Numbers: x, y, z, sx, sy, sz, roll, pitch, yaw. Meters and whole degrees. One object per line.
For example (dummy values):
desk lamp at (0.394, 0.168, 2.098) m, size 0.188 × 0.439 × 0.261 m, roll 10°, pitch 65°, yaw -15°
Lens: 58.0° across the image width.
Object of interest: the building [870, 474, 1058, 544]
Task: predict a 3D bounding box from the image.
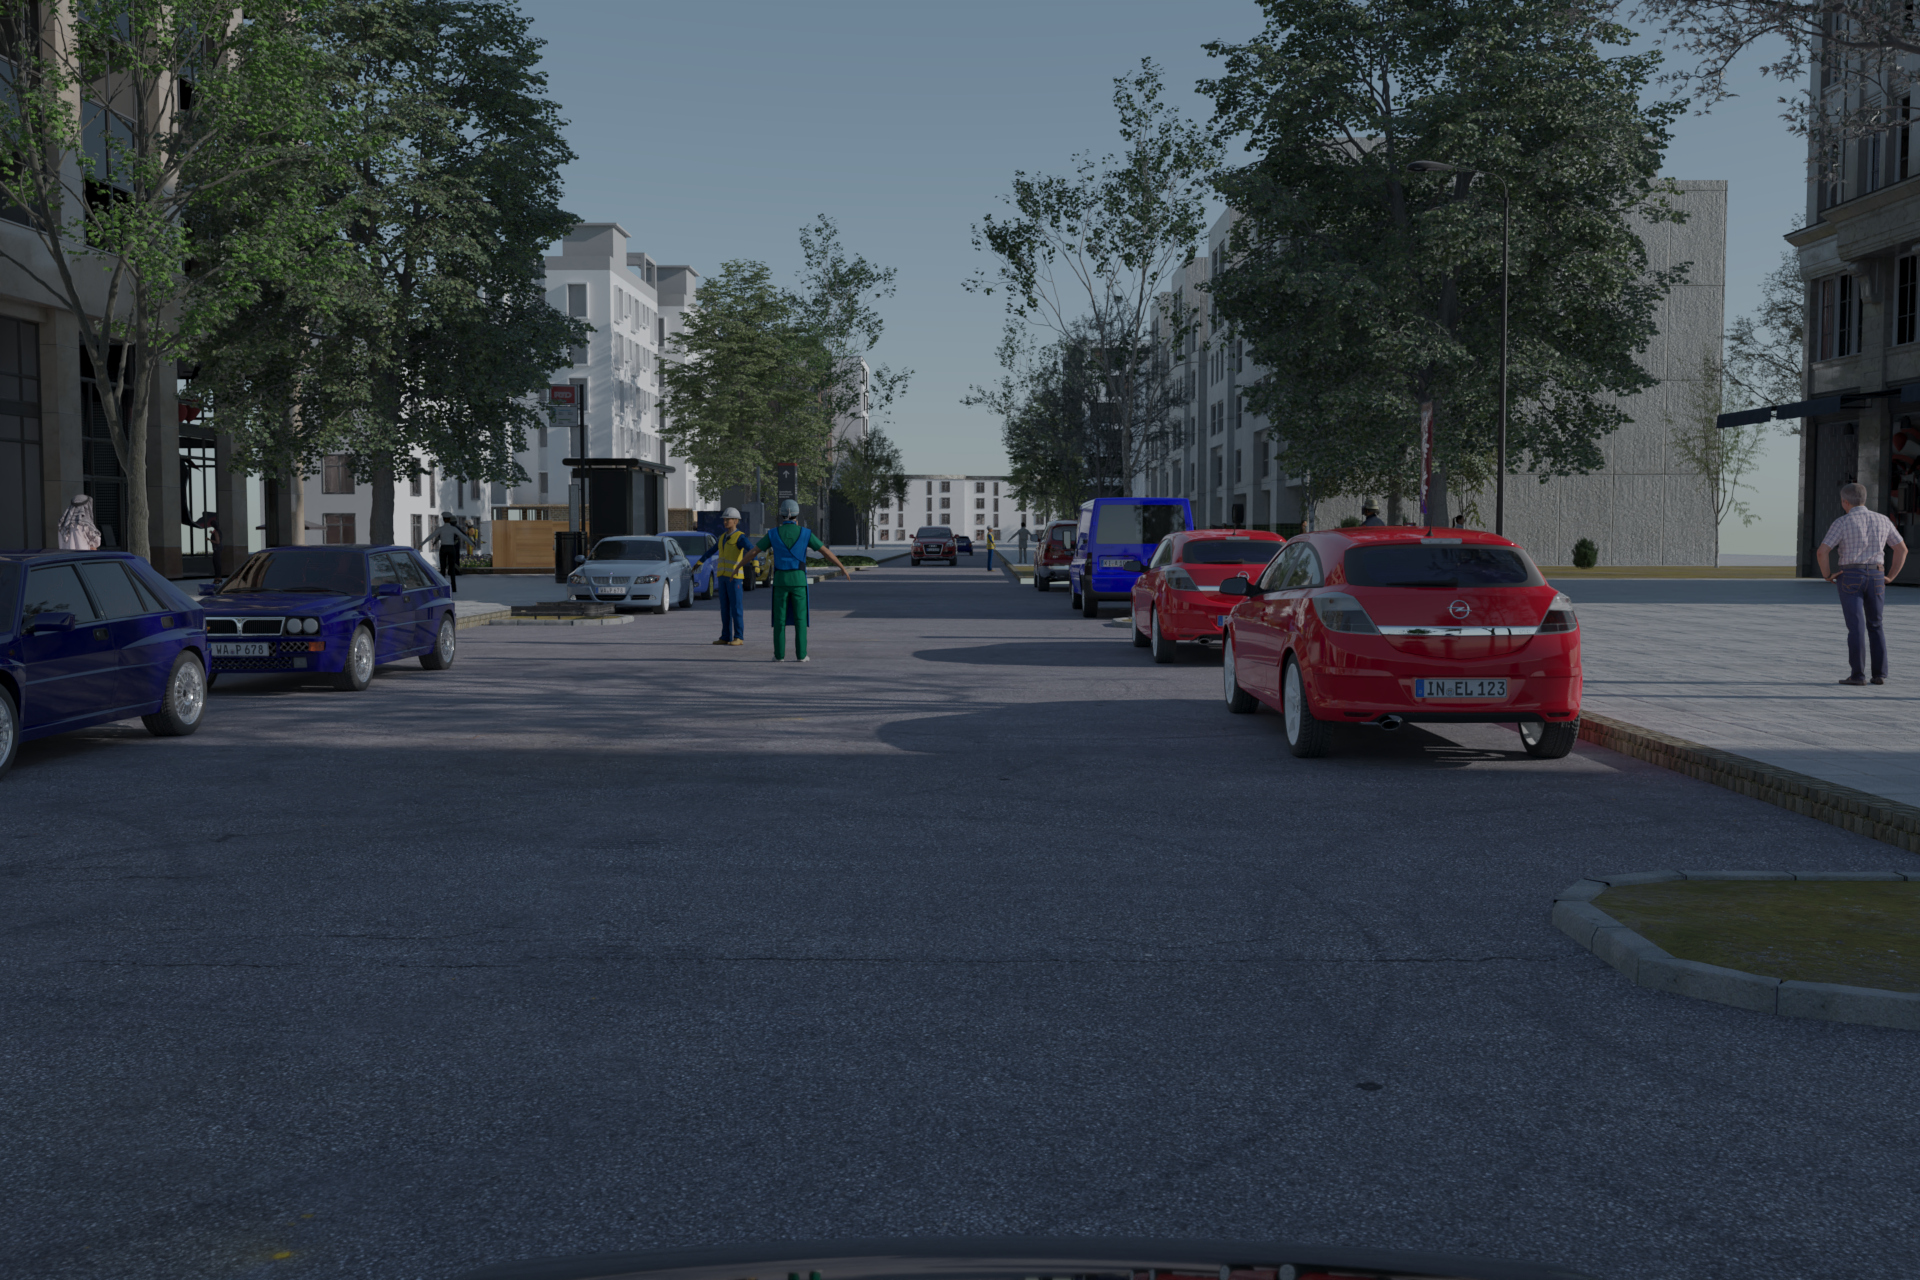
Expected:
building at (0.109, -18.378, 245.085) m, size 28.070 × 9.664 × 9.099 m, roll 0°, pitch 4°, yaw -8°

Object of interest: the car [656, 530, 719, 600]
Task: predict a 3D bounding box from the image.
car at (-6.210, -1.786, 38.786) m, size 1.945 × 1.707 × 3.694 m, roll 0°, pitch 4°, yaw 1°

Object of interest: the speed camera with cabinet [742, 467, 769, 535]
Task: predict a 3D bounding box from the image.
speed camera with cabinet at (-6.072, -3.494, 51.468) m, size 0.660 × 3.252 × 2.038 m, roll 0°, pitch 4°, yaw 2°

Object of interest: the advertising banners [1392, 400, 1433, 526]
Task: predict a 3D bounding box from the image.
advertising banners at (6.170, -1.686, 23.749) m, size 0.090 × 3.025 × 2.074 m, roll 0°, pitch 4°, yaw 0°

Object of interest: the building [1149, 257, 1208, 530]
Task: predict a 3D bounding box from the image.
building at (22.871, -15.455, 119.152) m, size 16.747 × 18.905 × 31.486 m, roll 0°, pitch 4°, yaw 1°

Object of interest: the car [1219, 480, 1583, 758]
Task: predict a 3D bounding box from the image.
car at (3.026, -0.216, 12.572) m, size 2.155 × 1.783 × 4.494 m, roll 0°, pitch 4°, yaw 0°

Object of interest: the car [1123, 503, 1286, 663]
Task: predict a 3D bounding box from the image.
car at (3.063, -0.711, 20.663) m, size 2.155 × 1.783 × 4.494 m, roll 0°, pitch 4°, yaw 1°

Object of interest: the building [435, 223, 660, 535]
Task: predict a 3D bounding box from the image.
building at (-25.834, -15.302, 106.611) m, size 16.016 × 20.090 × 11.380 m, roll 0°, pitch 4°, yaw 1°

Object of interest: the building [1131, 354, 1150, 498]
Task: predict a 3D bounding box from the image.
building at (22.822, -19.674, 178.087) m, size 16.016 × 20.090 × 11.380 m, roll 0°, pitch 4°, yaw 1°

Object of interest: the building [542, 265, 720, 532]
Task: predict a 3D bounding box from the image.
building at (-24.030, -16.315, 123.170) m, size 16.016 × 20.090 × 11.380 m, roll 0°, pitch 4°, yaw 1°

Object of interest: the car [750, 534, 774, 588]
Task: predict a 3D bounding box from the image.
car at (-5.895, -2.277, 47.455) m, size 2.015 × 1.641 × 3.980 m, roll 0°, pitch 4°, yaw 0°

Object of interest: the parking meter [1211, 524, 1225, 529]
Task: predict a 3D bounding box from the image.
parking meter at (6.700, -2.235, 44.952) m, size 0.372 × 1.533 × 0.369 m, roll 0°, pitch 3°, yaw 0°

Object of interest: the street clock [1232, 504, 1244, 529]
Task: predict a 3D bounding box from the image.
street clock at (6.620, -2.246, 41.298) m, size 0.358 × 2.002 × 0.471 m, roll 0°, pitch 4°, yaw 0°

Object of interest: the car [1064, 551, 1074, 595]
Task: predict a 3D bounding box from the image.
car at (3.418, -1.827, 39.653) m, size 2.009 × 1.686 × 4.222 m, roll 0°, pitch 4°, yaw 1°

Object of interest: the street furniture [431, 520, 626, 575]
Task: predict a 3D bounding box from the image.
street furniture at (-14.950, -3.203, 59.227) m, size 11.010 × 1.723 × 9.812 m, roll -1°, pitch 4°, yaw -19°

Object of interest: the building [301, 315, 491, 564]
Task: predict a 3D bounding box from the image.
building at (-25.922, -8.390, 79.321) m, size 9.099 × 9.664 × 28.070 m, roll 0°, pitch 4°, yaw 0°

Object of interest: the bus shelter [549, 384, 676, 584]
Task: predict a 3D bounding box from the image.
bus shelter at (-9.882, -4.370, 49.085) m, size 2.179 × 5.291 × 8.768 m, roll 0°, pitch 4°, yaw 0°

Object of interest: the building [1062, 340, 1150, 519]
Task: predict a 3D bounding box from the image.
building at (25.531, -21.669, 198.260) m, size 27.936 × 21.610 × 32.646 m, roll 0°, pitch 4°, yaw 1°

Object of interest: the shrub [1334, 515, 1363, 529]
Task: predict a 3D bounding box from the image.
shrub at (14.296, -3.594, 63.176) m, size 1.690 × 2.028 × 1.600 m, roll 0°, pitch 3°, yaw 0°

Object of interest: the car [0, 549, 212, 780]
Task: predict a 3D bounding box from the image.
car at (-6.351, 0.094, 11.042) m, size 1.945 × 1.354 × 3.894 m, roll 0°, pitch 4°, yaw 1°

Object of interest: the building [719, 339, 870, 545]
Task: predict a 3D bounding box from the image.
building at (-25.198, -21.556, 196.416) m, size 27.936 × 21.610 × 32.646 m, roll 0°, pitch 4°, yaw 1°

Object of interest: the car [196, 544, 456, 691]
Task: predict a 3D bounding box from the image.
car at (-6.281, -0.271, 17.017) m, size 1.945 × 1.354 × 3.894 m, roll 0°, pitch 4°, yaw 1°

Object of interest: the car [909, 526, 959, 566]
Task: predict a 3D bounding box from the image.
car at (-1.162, -4.318, 79.277) m, size 2.281 × 1.827 × 5.304 m, roll 0°, pitch 4°, yaw 1°

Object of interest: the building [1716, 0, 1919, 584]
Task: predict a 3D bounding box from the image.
building at (26.360, -17.826, 37.565) m, size 12.429 × 33.558 × 17.177 m, roll 0°, pitch 4°, yaw 0°

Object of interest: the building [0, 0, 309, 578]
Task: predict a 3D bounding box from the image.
building at (-32.112, -16.568, 37.109) m, size 22.709 × 31.103 × 35.509 m, roll 0°, pitch 4°, yaw 1°

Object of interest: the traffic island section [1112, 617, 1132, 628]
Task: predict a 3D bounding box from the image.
traffic island section at (3.394, -0.260, 27.117) m, size 1.991 × 0.108 × 1.994 m, roll 0°, pitch 4°, yaw 1°

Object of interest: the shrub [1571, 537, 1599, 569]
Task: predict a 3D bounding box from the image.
shrub at (22.856, -3.195, 63.358) m, size 1.383 × 1.207 × 1.383 m, roll 0°, pitch 3°, yaw 0°

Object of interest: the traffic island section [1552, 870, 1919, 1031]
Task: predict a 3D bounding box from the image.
traffic island section at (3.157, 1.034, 5.953) m, size 1.991 × 0.108 × 1.994 m, roll 0°, pitch 4°, yaw 1°

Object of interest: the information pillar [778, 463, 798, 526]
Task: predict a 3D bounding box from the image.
information pillar at (-6.301, -4.527, 63.389) m, size 0.750 × 3.857 × 0.750 m, roll 0°, pitch 4°, yaw 2°

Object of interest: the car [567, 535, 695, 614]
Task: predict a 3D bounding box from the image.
car at (-6.091, -1.250, 32.442) m, size 2.014 × 1.417 × 4.499 m, roll 0°, pitch 4°, yaw 0°

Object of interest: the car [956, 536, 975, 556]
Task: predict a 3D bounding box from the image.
car at (0.018, -6.311, 115.768) m, size 1.945 × 1.354 × 3.894 m, roll 0°, pitch 4°, yaw 0°

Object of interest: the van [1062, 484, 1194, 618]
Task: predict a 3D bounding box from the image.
van at (3.050, -1.648, 31.323) m, size 2.240 × 2.365 × 5.245 m, roll 0°, pitch 4°, yaw -1°

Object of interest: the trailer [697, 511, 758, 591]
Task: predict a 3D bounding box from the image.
trailer at (-5.937, -2.201, 43.033) m, size 1.471 × 1.999 × 3.904 m, roll 0°, pitch 4°, yaw 0°

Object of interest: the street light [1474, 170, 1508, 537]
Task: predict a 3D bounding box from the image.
street light at (7.341, -3.007, 21.706) m, size 1.470 × 5.913 × 1.316 m, roll 0°, pitch 4°, yaw 1°

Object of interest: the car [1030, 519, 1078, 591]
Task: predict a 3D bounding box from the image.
car at (2.968, -2.211, 44.823) m, size 2.281 × 1.827 × 5.304 m, roll 0°, pitch 4°, yaw 1°

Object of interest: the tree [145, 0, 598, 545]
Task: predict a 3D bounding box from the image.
tree at (-12.420, -7.982, 37.165) m, size 9.857 × 13.997 × 8.962 m, roll 0°, pitch 3°, yaw 0°

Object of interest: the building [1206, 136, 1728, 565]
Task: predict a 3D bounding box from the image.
building at (22.716, -13.422, 85.902) m, size 16.747 × 18.905 × 31.486 m, roll 0°, pitch 4°, yaw 1°

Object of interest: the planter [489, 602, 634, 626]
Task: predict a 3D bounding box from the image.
planter at (-6.369, -0.423, 28.064) m, size 1.991 × 0.319 × 1.994 m, roll 0°, pitch 4°, yaw 1°

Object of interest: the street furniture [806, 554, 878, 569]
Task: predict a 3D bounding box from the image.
street furniture at (-8.322, -3.148, 67.091) m, size 10.072 × 0.657 × 5.734 m, roll 0°, pitch 4°, yaw 3°
